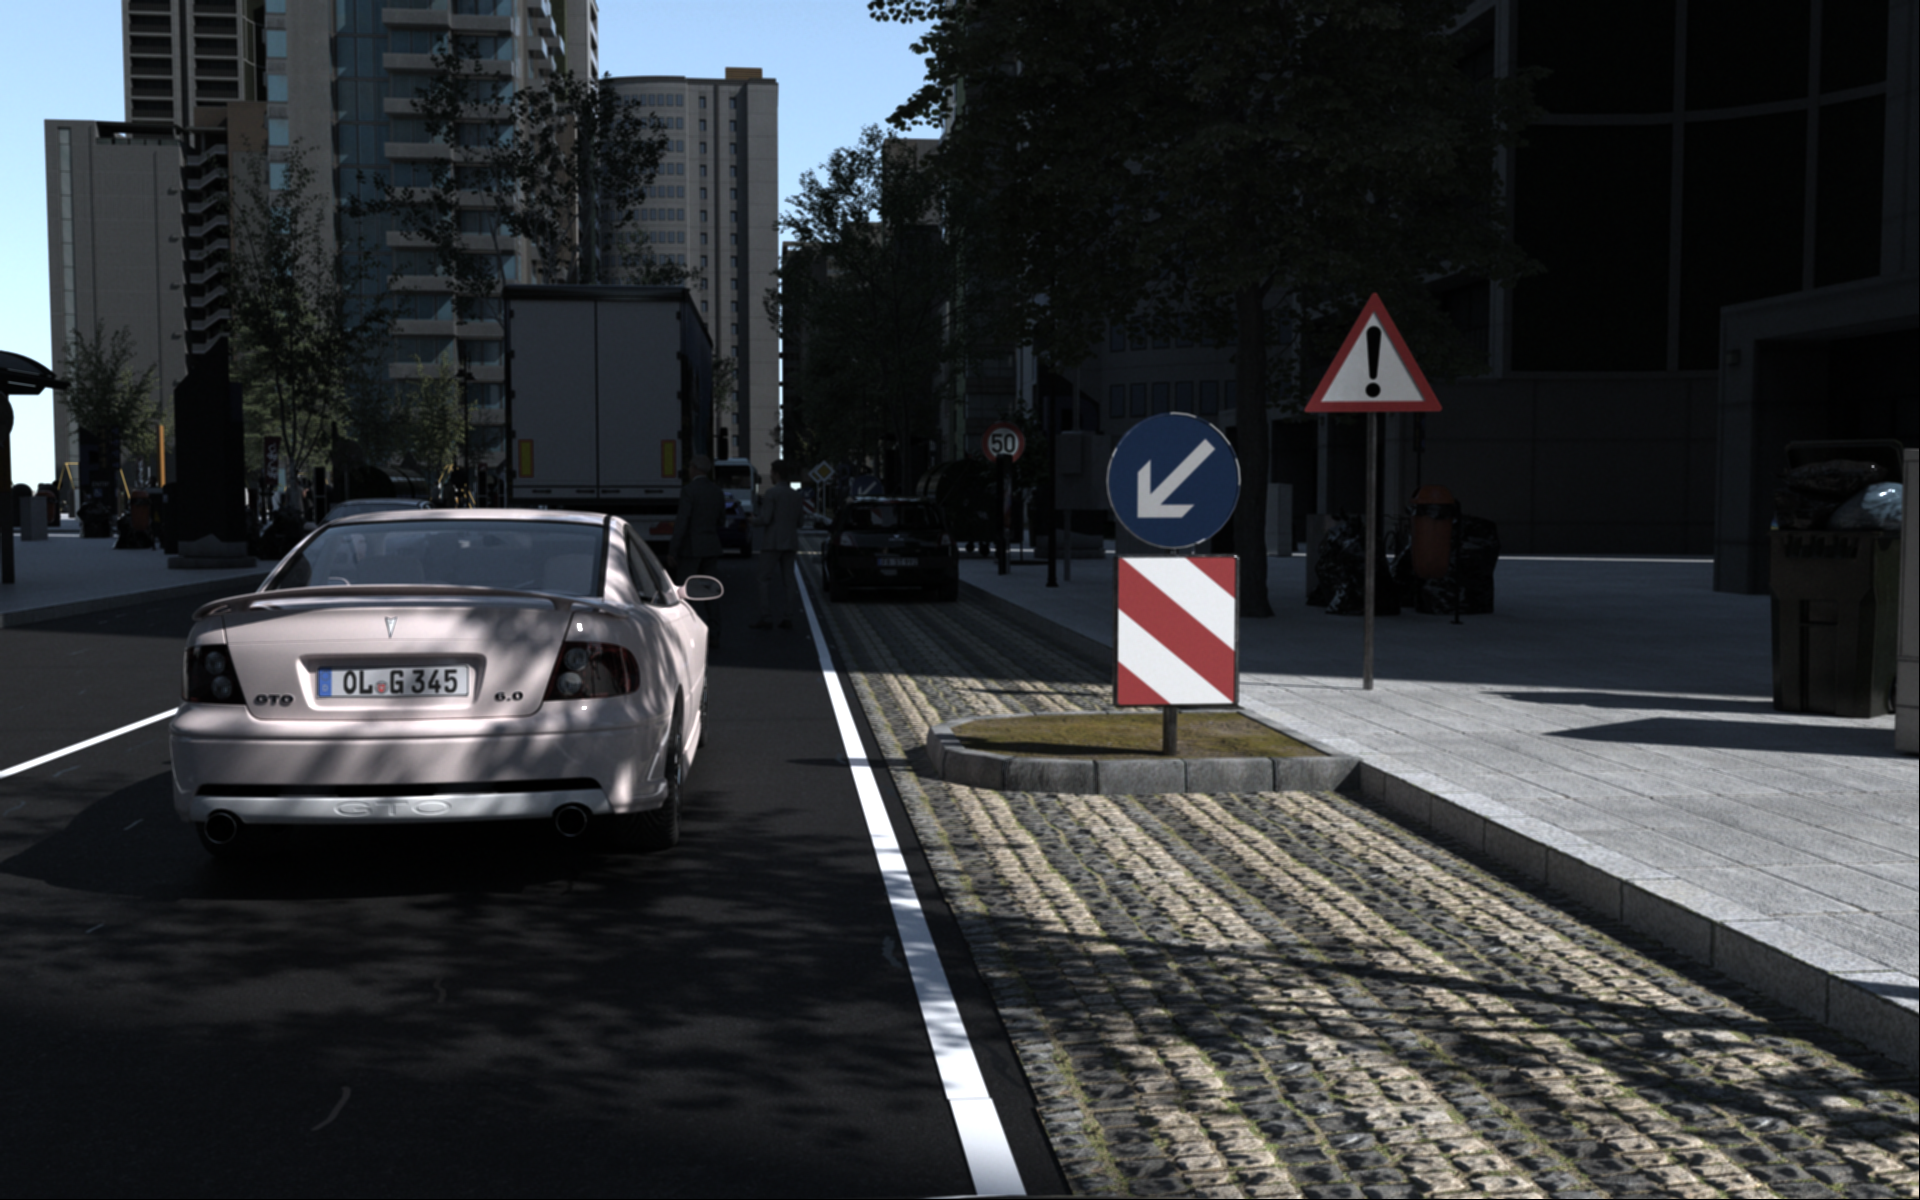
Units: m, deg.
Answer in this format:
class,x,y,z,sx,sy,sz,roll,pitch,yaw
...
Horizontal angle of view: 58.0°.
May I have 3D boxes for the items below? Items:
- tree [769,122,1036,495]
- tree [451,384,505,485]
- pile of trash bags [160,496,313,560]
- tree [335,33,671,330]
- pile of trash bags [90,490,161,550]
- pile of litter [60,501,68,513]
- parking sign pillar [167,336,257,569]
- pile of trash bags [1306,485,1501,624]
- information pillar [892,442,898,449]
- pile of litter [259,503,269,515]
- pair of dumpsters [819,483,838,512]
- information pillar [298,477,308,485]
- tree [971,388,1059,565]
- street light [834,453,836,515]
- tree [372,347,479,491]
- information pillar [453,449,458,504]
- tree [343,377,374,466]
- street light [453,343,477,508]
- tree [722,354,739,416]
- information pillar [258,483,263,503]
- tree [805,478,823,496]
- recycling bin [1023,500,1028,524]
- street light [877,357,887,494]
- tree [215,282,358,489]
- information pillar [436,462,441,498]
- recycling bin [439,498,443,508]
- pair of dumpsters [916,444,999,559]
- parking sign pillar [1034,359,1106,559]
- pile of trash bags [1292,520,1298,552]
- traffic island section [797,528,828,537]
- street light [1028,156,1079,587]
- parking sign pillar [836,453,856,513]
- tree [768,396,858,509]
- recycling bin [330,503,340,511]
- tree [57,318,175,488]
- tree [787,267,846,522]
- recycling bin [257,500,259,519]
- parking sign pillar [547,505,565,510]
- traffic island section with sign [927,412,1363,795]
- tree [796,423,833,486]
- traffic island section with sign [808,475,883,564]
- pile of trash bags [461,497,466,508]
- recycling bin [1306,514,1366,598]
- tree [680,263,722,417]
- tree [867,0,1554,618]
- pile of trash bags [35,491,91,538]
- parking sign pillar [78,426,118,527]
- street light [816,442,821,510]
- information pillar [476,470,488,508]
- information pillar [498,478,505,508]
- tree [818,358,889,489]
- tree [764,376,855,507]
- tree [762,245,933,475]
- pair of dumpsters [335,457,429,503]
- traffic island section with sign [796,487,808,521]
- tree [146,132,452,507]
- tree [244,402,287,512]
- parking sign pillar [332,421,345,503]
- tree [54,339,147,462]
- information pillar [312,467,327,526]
class,x,y,z,sx,sy,sz,roll,pitch,yaw
tree,-1.708,-7.597,49.967,9.928,11.665,9.643,0,3,0
tree,-32.389,-10.033,114.403,4.360,8.622,3.978,0,3,0
pile of trash bags,-13.786,-1.462,33.649,1.912,1.369,3.447,0,4,-2
tree,-18.970,-13.274,72.926,12.611,20.169,13.585,0,3,0
pile of trash bags,-19.018,-1.900,40.813,1.912,1.369,3.447,-1,4,-16
pile of litter,-59.236,-6.176,114.943,1.719,0.858,1.176,2,4,33
parking sign pillar,-13.053,-2.548,30.133,1.447,3.967,1.447,2,4,30
pile of trash bags,4.819,-0.538,18.546,1.912,1.369,3.447,0,4,5
information pillar,-2.744,-5.075,74.338,0.183,3.616,0.504,-2,4,-35
pile of litter,-43.891,-5.800,108.797,1.176,0.858,1.719,-1,4,-16
pair of dumpsters,-9.231,-7.335,122.428,1.574,2.255,4.437,0,4,-6
information pillar,-28.716,-4.355,75.700,0.304,2.012,0.304,3,4,36
tree,1.002,-2.266,31.644,1.663,3.219,1.824,0,3,0
street light,-7.662,-8.144,105.942,0.468,5.910,1.993,0,4,-6
tree,-26.346,-8.365,87.134,4.737,8.622,4.395,0,3,0
information pillar,-26.219,-6.034,90.016,0.183,3.616,0.504,0,4,-3
tree,-36.250,-9.606,107.415,4.737,8.622,4.395,0,3,0
street light,-15.100,-4.905,52.989,0.468,5.910,1.993,0,4,-6
tree,-31.199,-20.937,198.209,12.611,20.169,13.585,0,3,0
information pillar,-47.983,-7.002,118.981,0.304,2.012,0.304,-2,4,-35
tree,-13.822,-10.557,167.200,1.663,3.219,1.824,0,3,0
recycling bin,2.415,-3.759,74.016,0.722,1.027,0.722,-3,4,-37
street light,-2.523,-5.241,58.479,0.468,5.910,1.993,0,4,-6
tree,-36.556,-10.687,92.863,7.486,12.596,7.792,0,3,0
information pillar,-37.093,-8.065,123.224,0.183,3.616,0.504,1,4,9
recycling bin,-31.628,-5.715,105.987,0.722,1.027,0.722,0,4,-7
pair of dumpsters,0.043,-2.051,36.031,1.574,2.255,4.437,0,4,-6
parking sign pillar,2.199,-2.823,34.628,1.447,3.967,1.447,-1,4,-16
pile of trash bags,5.994,-1.821,39.529,3.447,1.369,1.912,1,4,13
traffic island section,-4.555,-2.230,58.739,2.009,0.180,2.903,0,4,-6
street light,1.272,-3.119,23.787,0.468,5.910,1.993,0,4,-6
parking sign pillar,-7.348,-7.604,112.792,1.447,3.967,1.447,3,5,41
tree,-12.412,-13.308,151.996,8.767,10.594,7.601,-1,4,-13
recycling bin,-16.723,-2.118,47.181,0.722,1.027,0.722,-1,4,-11
tree,-36.178,-7.527,73.421,4.737,8.622,4.395,0,3,0
tree,-4.194,-9.871,79.514,7.486,12.596,7.792,0,3,0
recycling bin,-28.815,-3.526,70.205,0.722,1.027,0.722,-2,4,-24
parking sign pillar,-19.386,-5.776,82.906,1.447,3.967,1.447,1,4,21
traffic island section with sign,0.850,-0.032,9.153,1.989,1.847,2.006,0,4,-6
tree,-13.041,-12.820,159.976,4.737,8.622,4.395,0,3,0
traffic island section with sign,-2.074,-1.671,35.950,1.989,1.847,2.006,0,4,-6
pile of trash bags,-39.848,-7.794,137.179,1.912,1.369,3.447,0,4,-8
recycling bin,4.719,-0.555,21.623,0.722,1.027,0.722,1,4,17
tree,-23.614,-16.362,123.406,12.611,20.169,13.585,0,3,0
tree,2.655,-6.091,17.708,7.486,12.596,7.792,0,3,0
pile of trash bags,-25.673,-2.541,51.297,3.447,1.369,1.912,0,4,-2
parking sign pillar,-33.926,-4.875,68.172,1.447,3.967,1.447,-1,4,-14
street light,-11.468,-10.281,140.878,0.468,5.910,1.993,0,4,-6
information pillar,-14.678,-2.980,53.217,0.304,2.012,0.304,-1,4,-21
information pillar,-21.622,-4.721,81.675,0.304,2.012,0.304,-1,4,-17
tree,-5.321,-8.406,87.806,4.360,8.622,3.978,0,3,0
tree,-14.882,-16.373,178.068,12.009,13.543,11.850,0,3,0
tree,-8.109,-16.820,130.888,12.611,20.169,13.585,0,3,0
pair of dumpsters,-14.847,-2.572,44.554,1.574,2.255,4.437,0,4,-6
traffic island section with sign,-8.123,-5.065,91.433,1.989,1.847,2.006,0,4,-6
tree,-13.672,-5.226,35.809,4.360,8.622,3.978,0,3,0
tree,-50.458,-10.700,125.300,4.737,8.622,4.395,0,3,0
parking sign pillar,-23.110,-4.659,64.645,1.447,3.967,1.447,-1,4,-13
tree,-41.281,-8.136,83.384,4.360,8.622,3.978,0,3,0
information pillar,-17.178,-2.568,46.477,0.304,2.012,0.304,-2,4,-26
